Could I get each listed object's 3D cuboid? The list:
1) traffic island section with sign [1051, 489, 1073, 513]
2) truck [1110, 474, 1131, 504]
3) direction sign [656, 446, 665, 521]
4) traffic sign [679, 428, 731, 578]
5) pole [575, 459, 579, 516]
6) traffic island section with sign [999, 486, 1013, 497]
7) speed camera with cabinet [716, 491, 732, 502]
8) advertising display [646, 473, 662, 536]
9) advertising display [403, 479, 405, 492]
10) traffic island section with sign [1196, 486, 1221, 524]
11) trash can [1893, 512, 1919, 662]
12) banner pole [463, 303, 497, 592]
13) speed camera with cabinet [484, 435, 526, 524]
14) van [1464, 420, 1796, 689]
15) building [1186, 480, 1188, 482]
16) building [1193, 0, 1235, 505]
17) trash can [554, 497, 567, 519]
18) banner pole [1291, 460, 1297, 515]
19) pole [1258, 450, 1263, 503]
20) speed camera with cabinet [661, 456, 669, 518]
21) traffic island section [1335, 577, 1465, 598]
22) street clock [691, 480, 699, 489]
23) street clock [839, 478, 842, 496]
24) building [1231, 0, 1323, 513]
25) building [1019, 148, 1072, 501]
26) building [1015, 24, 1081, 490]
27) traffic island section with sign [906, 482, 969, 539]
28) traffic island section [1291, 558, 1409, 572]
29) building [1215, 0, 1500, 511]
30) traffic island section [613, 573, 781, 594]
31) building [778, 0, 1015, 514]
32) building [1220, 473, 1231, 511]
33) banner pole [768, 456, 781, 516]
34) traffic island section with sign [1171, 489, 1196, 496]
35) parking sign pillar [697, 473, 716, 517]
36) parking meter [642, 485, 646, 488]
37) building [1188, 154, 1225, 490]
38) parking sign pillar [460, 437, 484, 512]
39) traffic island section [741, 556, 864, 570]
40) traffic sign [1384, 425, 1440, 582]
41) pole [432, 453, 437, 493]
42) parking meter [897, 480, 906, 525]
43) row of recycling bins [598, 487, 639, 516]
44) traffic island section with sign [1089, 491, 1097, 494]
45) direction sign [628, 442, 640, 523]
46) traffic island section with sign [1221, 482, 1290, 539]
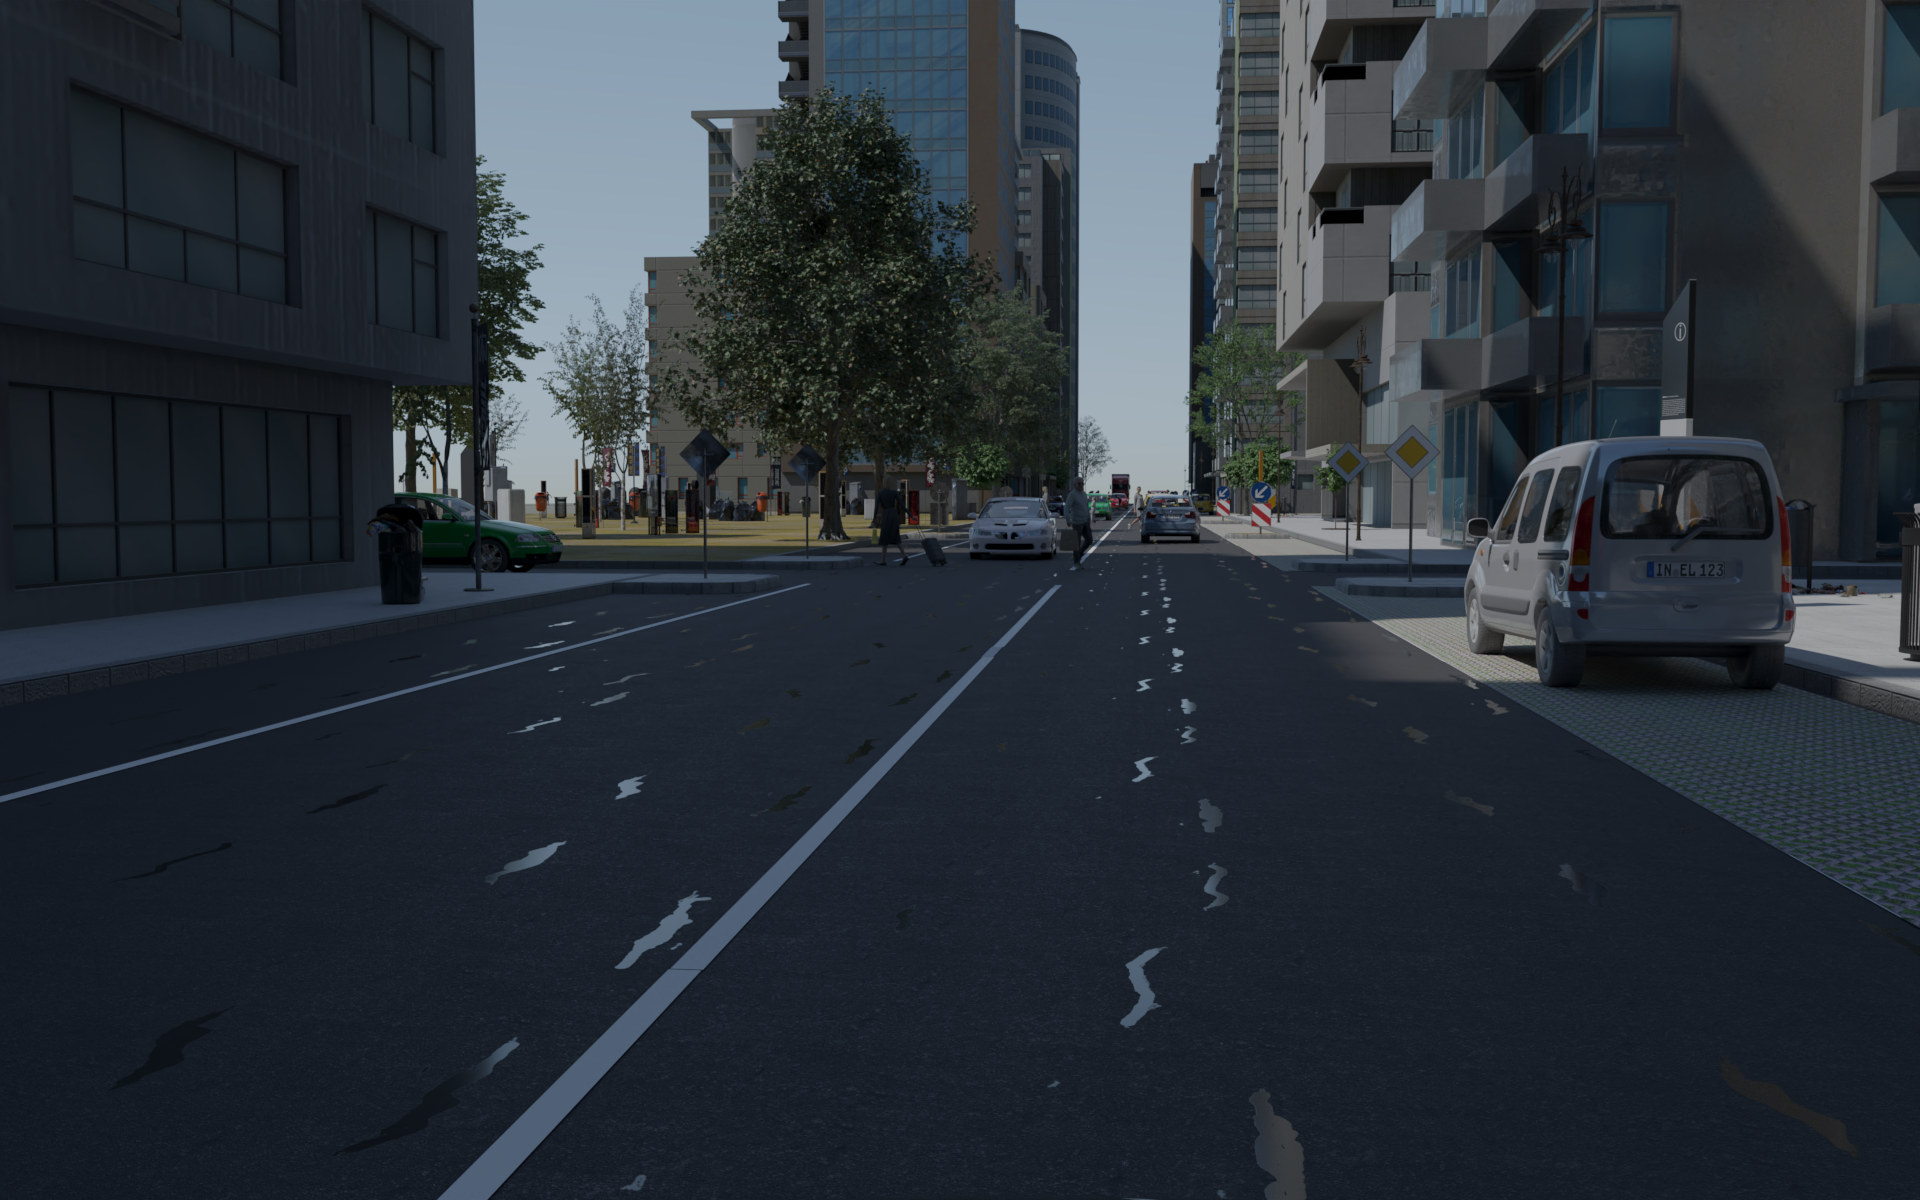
[{"bbox_3d":[7.594,-7.636,133.470,1.989,1.847,2.006,0,4,6],"label":"traffic island section with sign"},{"bbox_3d":[22.496,-15.517,242.613,2.839,4.237,11.283,0,4,6],"label":"truck"},{"bbox_3d":[-14.194,-5.509,82.070,0.379,3.537,0.876,-3,4,-37],"label":"direction sign"},{"bbox_3d":[-3.874,-1.387,26.321,0.795,2.450,0.064,0,4,6],"label":"traffic sign"},{"bbox_3d":[-22.253,-6.527,100.552,0.158,3.312,0.155,0,3,0],"label":"pole"},{"bbox_3d":[2.275,-4.604,83.902,1.989,1.847,2.006,0,4,6],"label":"traffic island section with sign"},{"bbox_3d":[-14.167,-6.483,100.336,2.038,3.252,0.660,-3,5,-44],"label":"speed camera with cabinet"},{"bbox_3d":[-9.535,-2.981,53.958,0.123,1.923,0.974,-2,4,-32],"label":"advertising display"},{"bbox_3d":[-24.026,-4.305,75.607,0.123,1.923,0.974,-3,5,-44],"label":"advertising display"},{"bbox_3d":[12.408,-4.523,82.572,1.989,1.847,2.006,0,4,6],"label":"traffic island section with sign"},{"bbox_3d":[7.550,-0.098,13.261,0.748,1.137,0.748,0,3,0],"label":"trash can"},{"bbox_3d":[-6.259,-1.995,22.634,0.401,3.779,0.863,-2,4,-31],"label":"banner pole"},{"bbox_3d":[-15.053,-3.848,57.256,0.660,3.252,2.038,-3,4,-38],"label":"speed camera with cabinet"},{"bbox_3d":[5.269,-0.432,14.082,2.013,2.044,4.112,0,4,5],"label":"van"},{"bbox_3d":[44.815,-38.515,249.324,23.786,49.044,30.456,0,4,6],"label":"building"},{"bbox_3d":[39.382,-54.495,203.661,22.319,86.520,31.000,0,4,6],"label":"building"},{"bbox_3d":[-20.904,-4.833,90.672,0.748,1.137,0.748,0,3,0],"label":"trash can"},{"bbox_3d":[20.298,-7.038,105.080,0.401,3.779,0.863,-1,4,-20],"label":"banner pole"},{"bbox_3d":[14.061,-5.330,80.988,0.158,3.312,0.155,0,3,0],"label":"pole"},{"bbox_3d":[-15.302,-5.835,89.742,0.660,3.252,2.038,0,4,1],"label":"speed camera with cabinet"},{"bbox_3d":[6.582,-0.182,25.259,2.009,0.180,2.903,0,4,6],"label":"traffic island section"},{"bbox_3d":[-13.620,-5.168,89.073,0.358,2.002,0.471,1,4,18],"label":"street clock"},{"bbox_3d":[-5.426,-4.427,76.950,0.358,2.002,0.471,-1,4,-18],"label":"street clock"},{"bbox_3d":[26.023,-26.708,120.268,14.154,41.232,14.086,0,4,6],"label":"building"},{"bbox_3d":[5.561,-31.555,199.525,14.154,41.232,14.086,0,4,6],"label":"building"},{"bbox_3d":[4.114,-41.491,220.382,21.231,58.520,28.212,0,4,6],"label":"building"},{"bbox_3d":[-0.652,-2.933,56.586,1.989,1.847,2.006,0,4,6],"label":"traffic island section with sign"},{"bbox_3d":[7.435,-0.668,33.199,2.009,0.180,2.903,0,4,6],"label":"traffic island section"},{"bbox_3d":[35.884,-33.418,166.000,23.786,49.044,30.456,0,4,6],"label":"building"},{"bbox_3d":[-3.899,-0.251,26.385,2.009,0.180,2.903,0,4,6],"label":"traffic island section"},{"bbox_3d":[-3.727,-28.521,116.428,14.600,45.320,14.200,0,4,6],"label":"building"},{"bbox_3d":[37.462,-27.297,138.187,32.217,40.220,23.993,0,4,6],"label":"building"},{"bbox_3d":[-10.839,-6.798,101.156,0.863,3.779,0.401,-1,4,-13],"label":"banner pole"},{"bbox_3d":[20.679,-9.229,159.521,1.989,1.847,2.006,0,4,6],"label":"traffic island section with sign"},{"bbox_3d":[-14.044,-6.568,95.852,1.447,3.967,1.447,-3,5,-42],"label":"parking sign pillar"},{"bbox_3d":[-20.252,-6.469,111.471,0.255,1.863,0.399,1,4,9],"label":"parking meter"},{"bbox_3d":[37.329,-35.334,227.825,14.600,45.320,14.200,0,4,6],"label":"building"},{"bbox_3d":[-22.058,-5.494,78.307,1.447,3.967,1.447,3,5,44],"label":"parking sign pillar"},{"bbox_3d":[-3.046,-0.737,34.325,2.009,0.180,2.903,0,4,6],"label":"traffic island section"},{"bbox_3d":[6.558,-1.318,25.185,0.795,2.450,0.064,0,4,6],"label":"traffic sign"},{"bbox_3d":[-26.147,-5.650,86.219,0.158,3.312,0.155,0,3,0],"label":"pole"},{"bbox_3d":[-2.462,-4.112,72.941,0.255,1.863,0.399,-2,4,-28],"label":"parking meter"},{"bbox_3d":[-19.091,-5.658,99.623,3.534,1.692,1.069,-1,4,-22],"label":"row of recycling bins"},{"bbox_3d":[19.321,-14.316,242.694,1.989,1.847,2.006,0,4,6],"label":"traffic island section with sign"},{"bbox_3d":[-14.228,-5.112,75.578,0.379,3.537,0.876,-3,5,-43],"label":"direction sign"},{"bbox_3d":[9.527,-2.880,55.717,1.989,1.847,2.006,0,4,6],"label":"traffic island section with sign"}]
